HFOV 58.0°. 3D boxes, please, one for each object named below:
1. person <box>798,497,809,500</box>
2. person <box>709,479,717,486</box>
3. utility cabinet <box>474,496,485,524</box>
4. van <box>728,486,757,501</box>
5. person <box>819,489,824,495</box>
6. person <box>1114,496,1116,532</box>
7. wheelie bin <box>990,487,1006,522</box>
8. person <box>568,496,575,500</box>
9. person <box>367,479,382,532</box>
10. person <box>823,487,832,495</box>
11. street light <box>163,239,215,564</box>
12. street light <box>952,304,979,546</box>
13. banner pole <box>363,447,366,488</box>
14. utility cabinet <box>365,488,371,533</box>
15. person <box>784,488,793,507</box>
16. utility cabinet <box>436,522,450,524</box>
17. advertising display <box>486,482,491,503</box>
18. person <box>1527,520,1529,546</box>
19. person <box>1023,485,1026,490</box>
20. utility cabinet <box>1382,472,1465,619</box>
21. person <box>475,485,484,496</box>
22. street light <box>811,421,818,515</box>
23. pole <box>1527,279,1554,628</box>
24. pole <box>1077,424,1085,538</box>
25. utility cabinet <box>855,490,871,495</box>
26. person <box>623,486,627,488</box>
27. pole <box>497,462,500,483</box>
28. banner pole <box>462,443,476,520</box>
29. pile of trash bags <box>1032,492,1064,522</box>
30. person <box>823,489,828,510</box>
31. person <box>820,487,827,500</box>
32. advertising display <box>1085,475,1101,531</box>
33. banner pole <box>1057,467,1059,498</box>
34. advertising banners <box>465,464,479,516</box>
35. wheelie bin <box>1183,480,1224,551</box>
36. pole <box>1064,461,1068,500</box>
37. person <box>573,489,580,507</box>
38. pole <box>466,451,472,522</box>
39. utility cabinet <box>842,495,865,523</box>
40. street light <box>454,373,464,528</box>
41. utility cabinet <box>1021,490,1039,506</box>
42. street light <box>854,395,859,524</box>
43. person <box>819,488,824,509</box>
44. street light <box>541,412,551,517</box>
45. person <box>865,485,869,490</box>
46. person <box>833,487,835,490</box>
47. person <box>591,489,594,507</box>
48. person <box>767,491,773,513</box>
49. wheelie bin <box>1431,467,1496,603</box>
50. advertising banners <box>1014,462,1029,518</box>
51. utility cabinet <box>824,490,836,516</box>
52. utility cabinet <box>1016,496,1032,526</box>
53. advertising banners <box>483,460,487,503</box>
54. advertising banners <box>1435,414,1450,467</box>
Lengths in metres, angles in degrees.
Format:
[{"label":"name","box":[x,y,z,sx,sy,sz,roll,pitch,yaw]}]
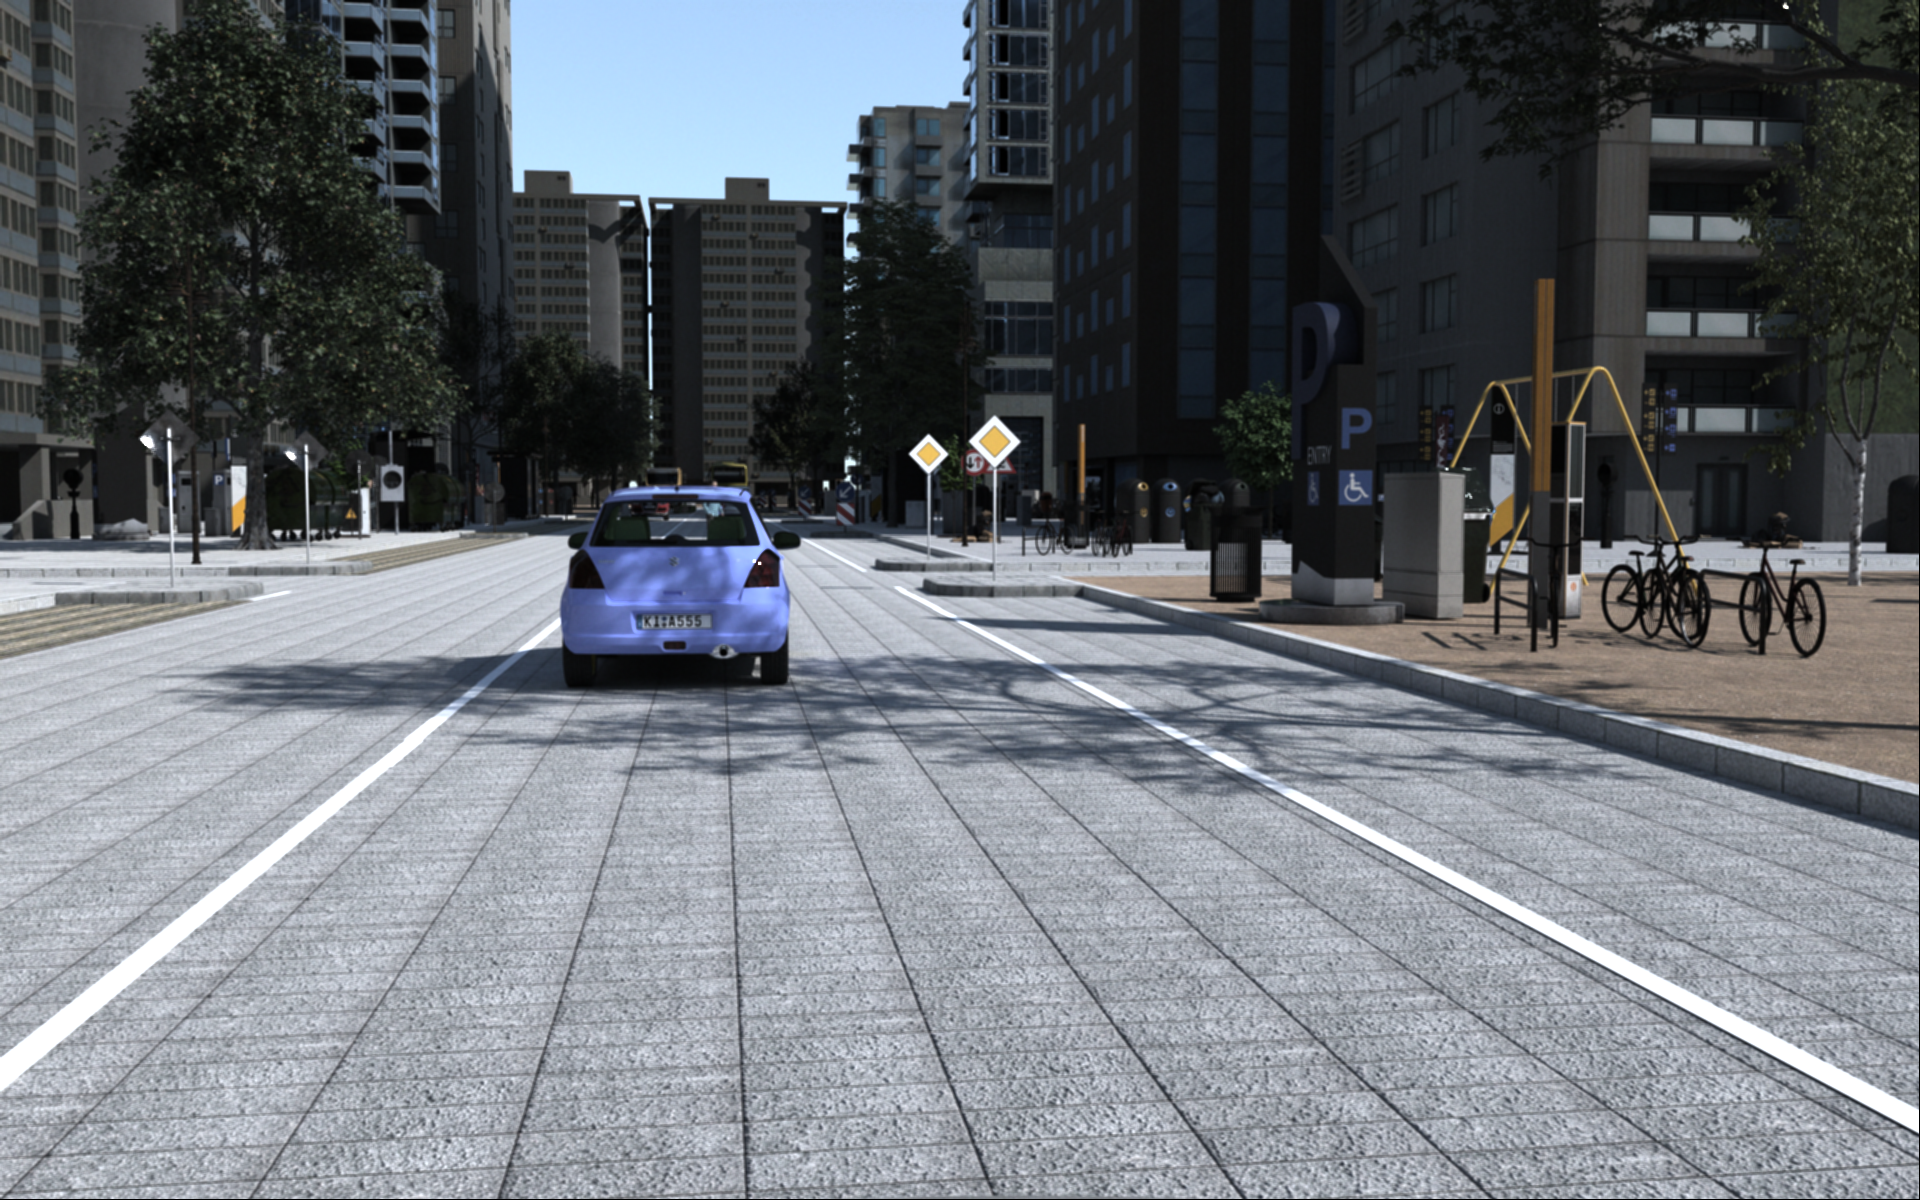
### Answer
[{"label":"person","box":[-11.807,-7.597,130.969,0.721,1.743,1.217,-3,5,-44]},{"label":"person","box":[-6.636,-2.304,46.196,0.620,1.820,0.660,2,4,28]},{"label":"utility cabinet","box":[-20.745,-3.892,74.794,0.306,1.237,1.020,0,4,-7]},{"label":"van","box":[-11.722,-5.163,91.429,2.013,2.044,4.112,0,4,-8]},{"label":"person","box":[-12.602,-9.350,159.429,1.217,1.766,0.721,0,4,-6]},{"label":"person","box":[5.206,-2.938,55.891,0.589,1.601,0.330,-1,4,-9]},{"label":"wheelie bin","box":[1.691,-4.375,79.441,0.693,1.594,0.980,-3,5,-40]},{"label":"person","box":[-29.871,-7.752,132.804,0.705,1.821,1.348,1,4,11]},{"label":"person","box":[-19.742,-3.158,58.099,0.576,1.772,0.534,2,4,32]},{"label":"person","box":[-8.768,-6.677,115.743,0.750,1.759,0.617,-1,4,-14]},{"label":"street light","box":[-14.012,-3.597,31.604,0.468,5.910,1.993,0,4,-8]},{"label":"street light","box":[0.122,-4.252,42.312,0.468,5.910,1.993,0,4,-8]},{"label":"banner pole","box":[-28.122,-5.591,81.425,0.401,3.779,0.863,1,4,13]},{"label":"utility cabinet","box":[-19.522,-2.891,55.945,1.173,1.500,0.318,3,4,36]},{"label":"person","box":[-16.654,-9.966,168.974,1.348,1.826,0.705,2,4,24]},{"label":"utility cabinet","box":[-21.821,-3.930,72.932,0.318,1.500,1.173,-3,4,-39]},{"label":"advertising display","box":[-25.538,-5.473,94.698,0.974,1.923,0.123,2,4,32]},{"label":"person","box":[14.055,-1.907,42.239,0.505,1.210,0.382,2,4,35]},{"label":"person","box":[4.138,-6.514,112.423,0.709,1.838,0.599,3,4,37]},{"label":"utility cabinet","box":[4.847,-0.577,18.117,0.318,1.500,1.173,-1,4,-14]},{"label":"person","box":[-27.370,-5.673,98.779,0.580,1.828,0.573,-1,4,-21]},{"label":"street light","box":[-8.963,-8.234,107.412,0.468,5.910,1.993,0,4,-8]},{"label":"pole","box":[5.550,-1.389,16.556,0.158,3.312,0.155,0,3,0]},{"label":"pole","box":[3.546,-3.475,50.666,0.158,3.312,0.155,0,3,0]},{"label":"utility cabinet","box":[-5.103,-4.804,87.223,1.173,1.500,0.318,1,4,12]},{"label":"person","box":[-14.272,-3.938,73.461,0.524,1.755,0.480,2,4,24]},{"label":"pole","box":[-26.953,-6.573,101.307,0.158,3.312,0.155,0,3,0]},{"label":"banner pole","box":[-23.915,-5.763,84.243,0.863,3.779,0.401,0,4,4]},{"label":"pile of trash bags","box":[5.369,-4.834,88.784,3.447,1.369,1.912,-2,4,-25]},{"label":"person","box":[-9.044,-6.857,118.686,0.750,1.759,0.617,1,4,23]},{"label":"person","box":[-8.601,-6.439,112.008,1.217,1.739,0.721,3,5,40]},{"label":"advertising display","box":[4.448,-3.313,59.389,0.974,1.923,0.123,-3,4,-38]},{"label":"banner pole","box":[6.095,-7.170,107.246,0.401,3.779,0.863,-1,4,-17]},{"label":"advertising banners","box":[-28.565,-6.354,100.074,2.074,3.025,0.090,2,4,24]},{"label":"wheelie bin","box":[5.572,-1.924,39.370,0.980,1.594,0.693,-2,4,-28]},{"label":"pole","box":[5.047,-5.391,81.992,0.158,3.312,0.155,0,3,0]},{"label":"person","box":[-36.781,-9.707,165.579,1.217,1.723,0.721,2,4,31]},{"label":"pole","box":[-22.822,-5.303,80.549,0.158,3.312,0.155,0,3,0]},{"label":"utility cabinet","box":[-4.789,-4.077,77.823,1.020,1.237,0.306,2,4,25]},{"label":"street light","box":[-18.820,-5.645,65.089,0.468,5.910,1.993,0,4,-8]},{"label":"utility cabinet","box":[3.705,-5.035,91.002,0.318,1.500,1.173,-2,4,-35]},{"label":"street light","box":[-4.456,-6.243,74.857,0.468,5.910,1.993,0,4,-8]},{"label":"person","box":[-11.943,-8.829,150.374,1.348,1.826,0.705,-2,4,-35]},{"label":"street light","box":[-23.324,-7.636,97.644,0.468,5.910,1.993,0,4,-8]},{"label":"person","box":[-5.471,-5.826,101.397,0.391,1.810,0.635,0,4,-4]},{"label":"person","box":[-9.912,-7.952,136.150,1.348,1.812,0.705,-2,4,-28]},{"label":"person","box":[-35.555,-9.880,167.681,0.705,1.812,1.348,-1,4,-19]},{"label":"person","box":[-14.596,-7.508,132.726,0.593,1.643,0.415,3,5,39]},{"label":"wheelie bin","box":[5.818,-0.769,20.489,0.980,1.594,0.693,-1,4,-19]},{"label":"advertising banners","box":[3.352,-5.981,93.981,0.090,3.025,2.074,2,4,24]},{"label":"utility cabinet","box":[-7.368,-5.668,101.348,1.173,1.500,0.318,-2,4,-34]},{"label":"utility cabinet","box":[2.606,-3.618,70.323,0.306,1.237,1.020,2,4,23]},{"label":"advertising banners","box":[-24.600,-5.717,89.661,0.090,3.025,2.074,-1,4,-12]},{"label":"advertising banners","box":[10.429,-2.624,39.083,0.090,3.025,2.074,-1,4,-17]}]
